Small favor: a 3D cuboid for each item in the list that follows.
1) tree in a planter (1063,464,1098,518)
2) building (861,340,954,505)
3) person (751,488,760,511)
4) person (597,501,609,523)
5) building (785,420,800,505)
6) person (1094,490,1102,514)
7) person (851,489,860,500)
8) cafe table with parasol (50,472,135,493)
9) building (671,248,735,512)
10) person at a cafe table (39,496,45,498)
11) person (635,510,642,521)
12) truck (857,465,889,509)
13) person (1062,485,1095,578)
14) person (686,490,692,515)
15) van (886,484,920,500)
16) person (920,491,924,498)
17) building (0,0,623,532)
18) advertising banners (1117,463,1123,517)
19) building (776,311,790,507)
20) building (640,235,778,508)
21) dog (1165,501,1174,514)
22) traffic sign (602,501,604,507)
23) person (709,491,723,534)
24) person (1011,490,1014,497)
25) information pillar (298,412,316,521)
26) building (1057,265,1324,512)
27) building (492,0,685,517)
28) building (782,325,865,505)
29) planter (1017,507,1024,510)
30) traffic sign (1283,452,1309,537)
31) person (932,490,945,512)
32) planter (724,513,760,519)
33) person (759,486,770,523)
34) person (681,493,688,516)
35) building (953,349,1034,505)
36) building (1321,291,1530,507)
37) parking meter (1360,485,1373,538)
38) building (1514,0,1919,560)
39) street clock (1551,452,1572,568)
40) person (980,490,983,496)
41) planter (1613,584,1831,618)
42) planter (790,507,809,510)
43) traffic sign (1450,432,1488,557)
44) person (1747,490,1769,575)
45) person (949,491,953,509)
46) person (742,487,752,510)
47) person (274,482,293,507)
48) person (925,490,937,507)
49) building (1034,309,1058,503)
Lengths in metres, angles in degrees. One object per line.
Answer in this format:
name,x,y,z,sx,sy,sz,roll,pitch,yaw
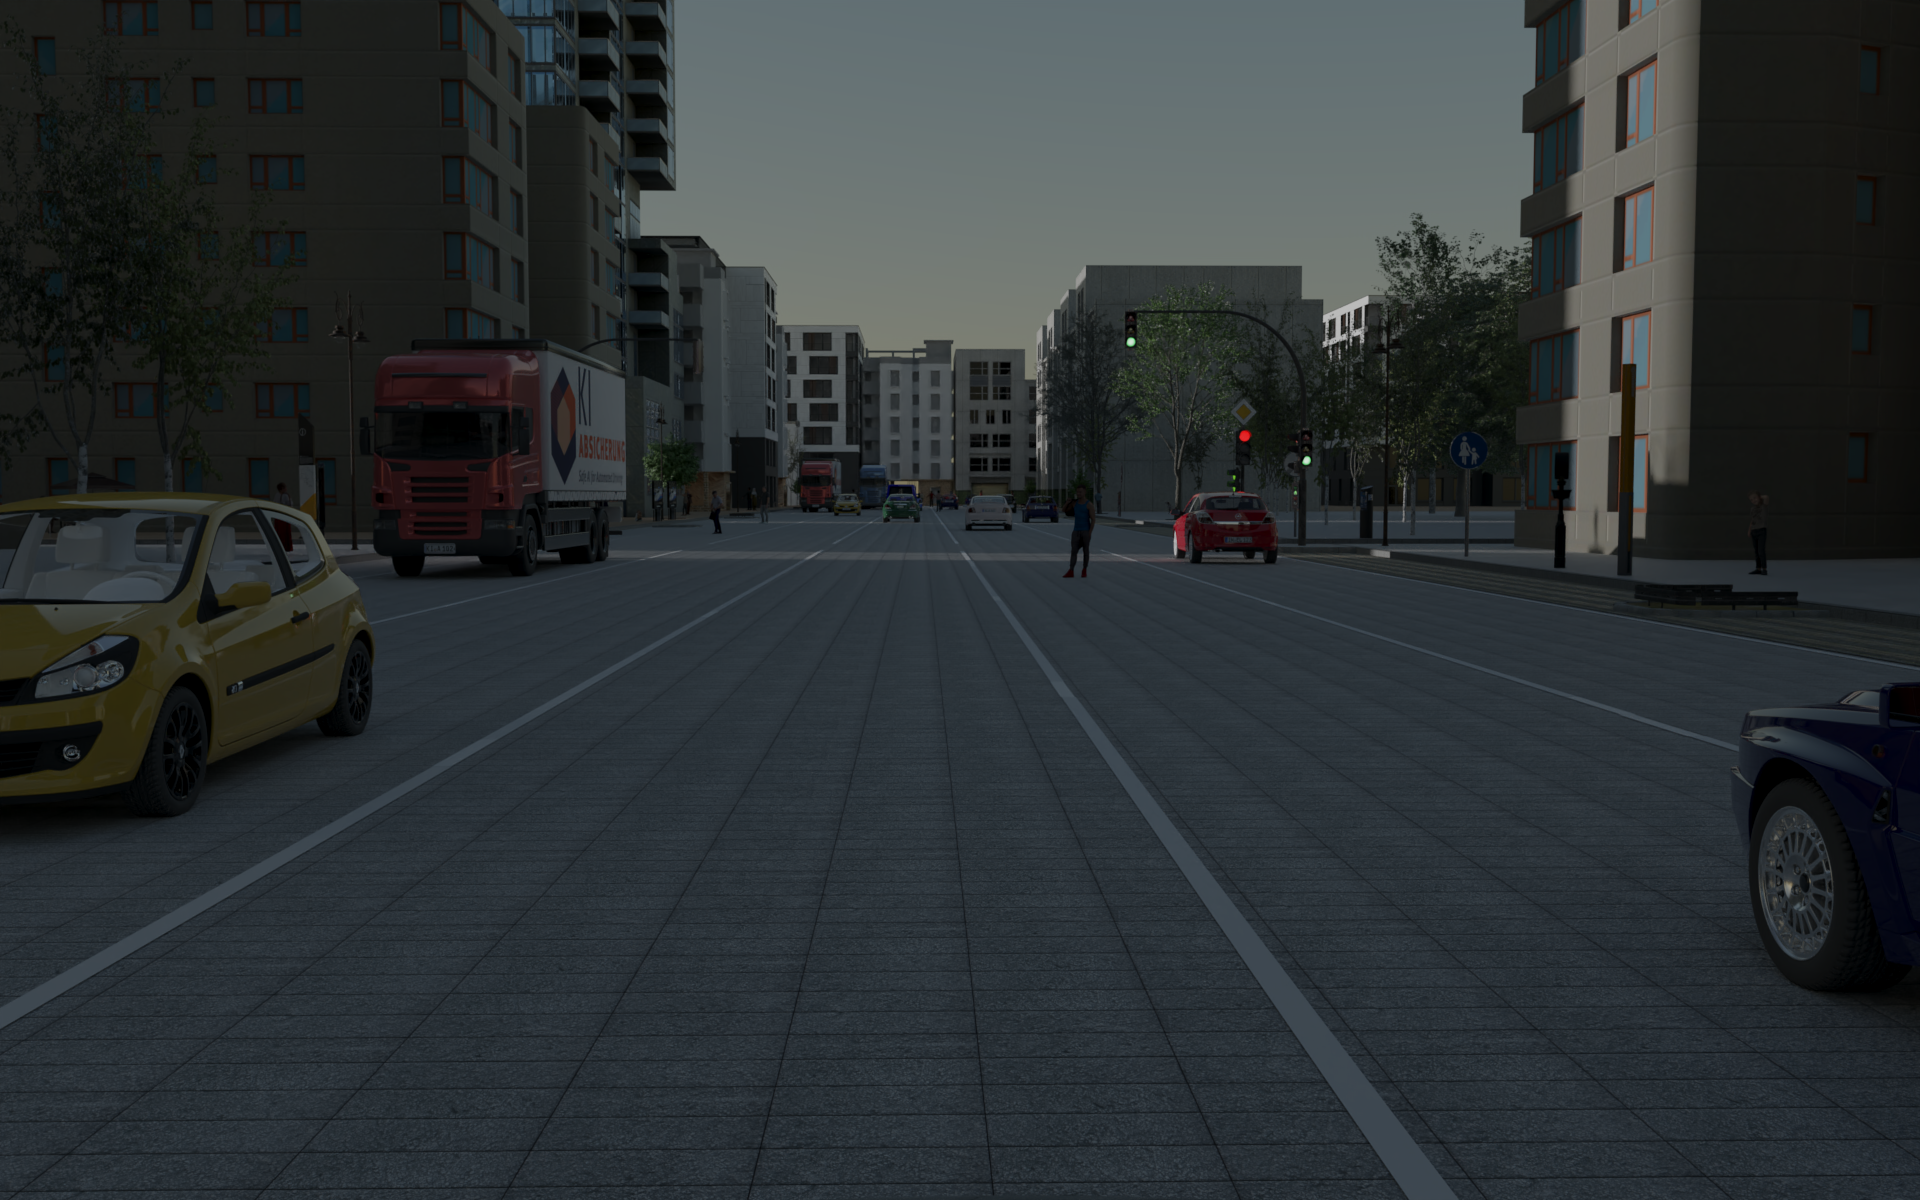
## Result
tree in a planter,7.168,-6.481,103.179,1.991,3.239,1.994,0,4,-1
building,-6.614,-22.164,218.808,11.380,20.091,16.016,0,4,-1
person,-15.925,-7.828,134.767,0.721,1.736,1.217,2,4,26
person,-14.301,-3.824,69.273,0.576,1.737,0.504,0,4,1
building,-32.510,-15.562,196.592,28.070,9.664,9.099,0,4,-1
person,8.782,-6.219,109.930,0.429,1.552,0.499,-2,4,-33
person,-8.503,-7.900,137.661,1.348,1.824,0.705,-2,4,-35
cafe table with parasol,-27.268,-3.034,54.476,2.610,1.966,2.610,1,4,10
building,-25.431,-16.812,131.290,16.016,20.091,11.380,0,4,-1
person at a cafe table,-26.709,-2.482,51.434,1.726,1.238,1.698,-2,4,-27
person,-15.044,-3.948,81.063,0.357,0.543,0.381,-1,4,-11
truck,-7.894,-10.837,166.942,2.967,4.110,18.799,0,4,1
person,2.012,-1.188,29.794,0.647,1.594,0.662,1,4,23
person,-16.898,-6.093,107.934,0.482,1.546,0.388,-2,4,-27
van,-3.688,-6.497,110.615,2.240,2.365,5.245,0,4,0
person,-4.550,-11.715,200.823,0.721,1.735,1.217,-3,4,-37
building,-30.410,-13.855,71.571,27.650,21.520,28.899,0,4,-1
advertising banners,9.078,-6.241,98.222,0.090,3.025,2.074,0,4,0
building,-25.440,-19.509,175.384,16.016,20.091,11.380,0,4,-1
building,-31.425,-18.915,153.227,27.936,21.610,32.646,0,4,-1
dog,13.653,-5.941,111.507,0.513,0.831,0.800,-2,4,-30
traffic sign,-14.190,-4.078,68.803,0.606,2.300,0.079,0,4,4
person,-8.751,-3.157,62.335,0.590,1.554,0.614,-3,5,-44
person,5.195,-10.098,173.561,0.705,1.831,1.348,-1,4,-14
information pillar,-18.746,-3.570,49.718,0.504,3.616,0.183,1,4,14
building,17.867,-16.888,142.575,16.747,18.905,31.486,0,4,-1
building,-28.783,-48.614,107.512,22.319,86.520,31.000,0,4,-1
building,-28.870,-23.194,223.201,32.646,21.610,27.936,0,4,-1
planter,6.054,-8.064,152.980,1.991,0.319,1.994,0,4,-1
traffic sign,10.015,-3.154,51.678,0.768,2.556,0.104,0,4,4
person,-1.768,-7.998,139.978,1.217,1.736,0.721,-2,4,-28
planter,-12.836,-4.962,102.263,1.991,0.319,1.994,0,4,-1
person,-9.587,-4.651,84.673,0.434,1.807,0.598,-2,4,-32
person,-16.443,-5.707,103.260,0.340,1.345,0.435,1,4,9
building,15.041,-21.600,219.620,31.486,18.905,16.747,0,4,-1
building,57.814,-21.085,188.718,32.646,21.610,27.936,0,4,-1
parking meter,11.781,-2.556,50.194,0.372,1.533,0.369,0,3,0
building,27.749,-11.176,27.766,27.650,21.520,28.899,0,4,-1
street clock,10.408,-1.555,29.997,0.358,2.002,0.471,1,4,21
person,2.225,-10.334,177.406,0.705,1.831,1.348,-1,4,-15
planter,9.022,0.015,20.902,1.991,0.319,1.994,0,4,-1
planter,-13.979,-8.054,152.819,1.991,0.319,1.994,0,4,-1
traffic sign,10.383,-2.160,35.427,0.768,2.556,0.104,0,4,2
person,12.698,-1.075,27.525,0.340,1.345,0.435,-2,4,-32
person,-0.850,-9.416,163.125,0.621,1.740,0.551,-1,4,-8
person,-16.663,-8.003,136.920,0.705,1.821,1.348,3,5,42
person,-14.196,-1.698,36.267,0.523,1.526,0.387,3,4,37
person,-3.136,-11.157,190.876,1.348,1.831,0.705,-1,4,-15
building,17.127,-18.833,174.383,16.747,18.905,31.486,0,4,-1
